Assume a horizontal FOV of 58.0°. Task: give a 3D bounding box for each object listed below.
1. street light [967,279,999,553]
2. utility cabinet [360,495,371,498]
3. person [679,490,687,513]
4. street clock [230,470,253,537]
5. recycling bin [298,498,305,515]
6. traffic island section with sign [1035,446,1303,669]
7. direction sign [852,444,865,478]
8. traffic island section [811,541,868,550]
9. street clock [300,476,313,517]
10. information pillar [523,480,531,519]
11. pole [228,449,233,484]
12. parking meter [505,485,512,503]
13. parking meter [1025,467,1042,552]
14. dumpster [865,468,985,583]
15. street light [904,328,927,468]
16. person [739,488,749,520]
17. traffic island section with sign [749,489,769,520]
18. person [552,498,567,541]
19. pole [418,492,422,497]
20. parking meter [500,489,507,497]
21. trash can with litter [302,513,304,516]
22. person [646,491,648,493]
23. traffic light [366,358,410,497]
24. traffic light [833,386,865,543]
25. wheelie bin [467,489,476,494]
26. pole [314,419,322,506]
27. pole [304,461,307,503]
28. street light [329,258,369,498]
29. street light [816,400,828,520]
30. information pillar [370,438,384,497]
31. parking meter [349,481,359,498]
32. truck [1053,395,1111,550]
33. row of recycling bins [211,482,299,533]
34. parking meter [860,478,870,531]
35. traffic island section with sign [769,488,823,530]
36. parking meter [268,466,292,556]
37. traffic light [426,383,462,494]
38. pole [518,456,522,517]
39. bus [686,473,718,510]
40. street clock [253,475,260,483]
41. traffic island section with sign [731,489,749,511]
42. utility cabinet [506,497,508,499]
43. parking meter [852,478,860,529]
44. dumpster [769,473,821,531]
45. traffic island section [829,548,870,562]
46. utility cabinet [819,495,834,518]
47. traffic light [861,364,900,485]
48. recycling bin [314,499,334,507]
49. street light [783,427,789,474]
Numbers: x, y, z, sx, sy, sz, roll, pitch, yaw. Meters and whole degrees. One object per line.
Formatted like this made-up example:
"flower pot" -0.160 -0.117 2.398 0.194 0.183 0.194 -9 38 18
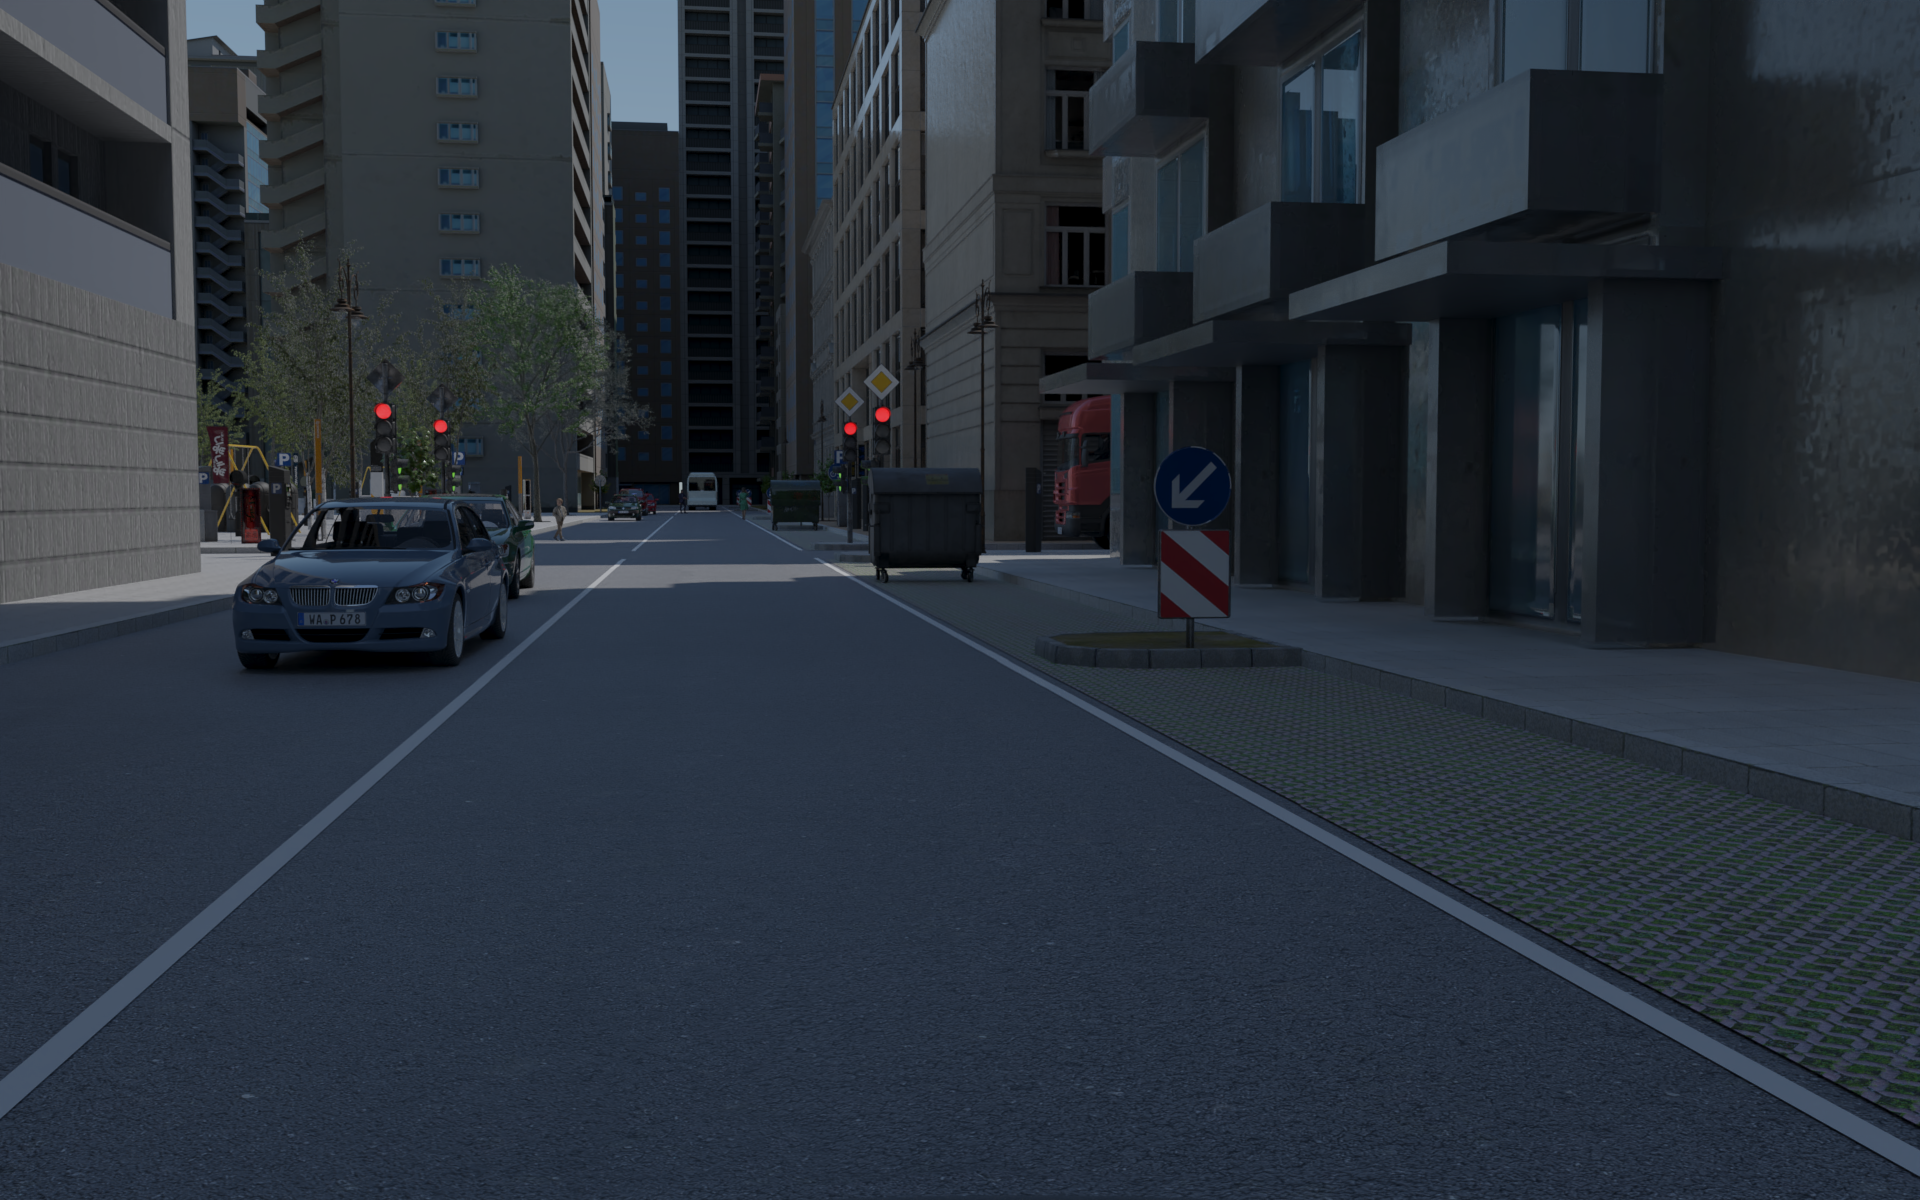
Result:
"street light" 0.488 -3.952 37.401 0.468 5.910 1.993 -1 4 -9
"utility cabinet" -26.220 -4.043 77.266 1.020 1.237 0.306 1 4 9
"person" -20.383 -7.264 127.712 0.568 1.767 0.683 3 4 38
"street clock" -21.717 -2.911 52.168 0.471 2.002 0.358 1 4 9
"recycling bin" -40.558 -5.733 106.284 0.722 1.027 0.722 -1 4 -14
"traffic island section with sign" 1.712 -0.395 15.094 1.989 1.847 2.006 -1 4 -9
"direction sign" -4.704 -5.315 78.894 0.876 3.537 0.379 -3 4 -36
"traffic island section" -2.865 -1.417 45.454 2.009 0.180 2.903 -1 4 -9
"street clock" -26.183 -3.966 69.422 0.471 2.002 0.358 1 4 22
"information pillar" -22.119 -5.136 88.462 0.304 2.012 0.304 -2 4 -33
"pole" -33.135 -5.194 78.763 0.158 3.312 0.155 0 3 0
"parking meter" -29.665 -6.605 113.704 0.399 1.863 0.255 0 4 2
"parking meter" 1.624 -1.988 38.213 0.255 1.863 0.399 2 4 25
"dumpster" -0.588 -1.227 28.272 1.865 1.857 1.264 0 4 -8
"street light" -1.252 -4.627 48.447 0.468 5.910 1.993 -1 4 -9
"person" -12.059 -5.369 96.530 0.600 1.795 0.529 0 4 0
"traffic island section with sign" -10.602 -5.391 96.778 1.989 1.847 2.006 -1 4 -9
"person" -12.203 -2.451 52.852 0.640 1.303 0.475 3 4 36
"pole" -20.585 -4.415 66.022 0.158 3.312 0.155 0 3 0
"parking meter" -23.820 -5.016 90.428 0.372 1.533 0.369 0 3 0
"trash can with litter" -38.655 -5.666 103.693 2.233 1.210 1.678 -1 4 -11
"person" -31.621 -10.177 175.583 0.721 1.739 1.217 1 4 11
"traffic light" -11.860 -2.873 35.898 0.839 4.253 0.868 -1 4 -9
"traffic light" -2.906 -3.450 45.334 0.839 4.253 0.868 -1 4 -9
"wheelie bin" -29.269 -5.848 103.524 0.693 1.594 0.980 -1 4 -19
"pole" -17.509 -3.268 47.278 0.158 3.312 0.155 0 3 0
"pole" -39.954 -6.844 105.744 0.158 3.312 0.155 0 3 0
"street light" -11.985 -3.750 34.103 0.468 5.910 1.993 -1 4 -9
"street light" -6.686 -6.803 84.018 0.468 5.910 1.993 -1 4 -9
"information pillar" -22.219 -4.568 66.042 0.504 3.616 0.183 1 4 9
"parking meter" -28.070 -4.560 80.270 0.399 1.863 0.255 -2 4 -31
"truck" 7.385 -3.328 43.332 11.283 4.237 2.839 0 4 -7
"row of recycling bins" -23.821 -3.131 58.302 3.534 1.692 1.069 1 4 19
"parking meter" -3.133 -3.297 59.624 0.399 1.863 0.255 -3 5 -45
"traffic island section with sign" -6.582 -3.761 70.123 1.989 1.847 2.006 -1 4 -9
"parking meter" -14.034 -1.839 35.780 0.399 1.863 0.255 0 4 6
"traffic light" -13.051 -3.356 43.794 0.839 4.253 0.868 -1 4 -9
"pole" -23.716 -6.089 93.403 0.158 3.312 0.155 0 3 0
"bus" -23.168 -9.839 155.721 2.948 3.499 13.247 -1 4 -8
"street clock" -27.006 -3.770 66.211 0.358 2.002 0.471 3 4 37
"traffic island section with sign" -18.046 -8.408 146.105 1.989 1.847 2.006 -1 4 -9
"utility cabinet" -14.883 -2.723 55.686 0.306 1.237 1.020 1 4 12
"parking meter" -3.824 -3.526 63.354 0.399 1.863 0.255 2 4 33
"dumpster" -6.440 -3.828 67.536 1.985 2.255 1.502 -1 4 -10
"traffic island section" -1.674 -0.934 37.558 2.009 0.180 2.903 -1 4 -9
"utility cabinet" -7.325 -5.047 93.687 1.020 1.237 0.306 -2 4 -31
"traffic light" -1.716 -2.967 37.438 0.839 4.253 0.868 -1 4 -9
"recycling bin" -32.340 -4.617 88.039 0.722 1.027 0.722 3 4 37
"street light" -12.036 -8.979 119.601 0.468 5.910 1.993 -1 4 -9
